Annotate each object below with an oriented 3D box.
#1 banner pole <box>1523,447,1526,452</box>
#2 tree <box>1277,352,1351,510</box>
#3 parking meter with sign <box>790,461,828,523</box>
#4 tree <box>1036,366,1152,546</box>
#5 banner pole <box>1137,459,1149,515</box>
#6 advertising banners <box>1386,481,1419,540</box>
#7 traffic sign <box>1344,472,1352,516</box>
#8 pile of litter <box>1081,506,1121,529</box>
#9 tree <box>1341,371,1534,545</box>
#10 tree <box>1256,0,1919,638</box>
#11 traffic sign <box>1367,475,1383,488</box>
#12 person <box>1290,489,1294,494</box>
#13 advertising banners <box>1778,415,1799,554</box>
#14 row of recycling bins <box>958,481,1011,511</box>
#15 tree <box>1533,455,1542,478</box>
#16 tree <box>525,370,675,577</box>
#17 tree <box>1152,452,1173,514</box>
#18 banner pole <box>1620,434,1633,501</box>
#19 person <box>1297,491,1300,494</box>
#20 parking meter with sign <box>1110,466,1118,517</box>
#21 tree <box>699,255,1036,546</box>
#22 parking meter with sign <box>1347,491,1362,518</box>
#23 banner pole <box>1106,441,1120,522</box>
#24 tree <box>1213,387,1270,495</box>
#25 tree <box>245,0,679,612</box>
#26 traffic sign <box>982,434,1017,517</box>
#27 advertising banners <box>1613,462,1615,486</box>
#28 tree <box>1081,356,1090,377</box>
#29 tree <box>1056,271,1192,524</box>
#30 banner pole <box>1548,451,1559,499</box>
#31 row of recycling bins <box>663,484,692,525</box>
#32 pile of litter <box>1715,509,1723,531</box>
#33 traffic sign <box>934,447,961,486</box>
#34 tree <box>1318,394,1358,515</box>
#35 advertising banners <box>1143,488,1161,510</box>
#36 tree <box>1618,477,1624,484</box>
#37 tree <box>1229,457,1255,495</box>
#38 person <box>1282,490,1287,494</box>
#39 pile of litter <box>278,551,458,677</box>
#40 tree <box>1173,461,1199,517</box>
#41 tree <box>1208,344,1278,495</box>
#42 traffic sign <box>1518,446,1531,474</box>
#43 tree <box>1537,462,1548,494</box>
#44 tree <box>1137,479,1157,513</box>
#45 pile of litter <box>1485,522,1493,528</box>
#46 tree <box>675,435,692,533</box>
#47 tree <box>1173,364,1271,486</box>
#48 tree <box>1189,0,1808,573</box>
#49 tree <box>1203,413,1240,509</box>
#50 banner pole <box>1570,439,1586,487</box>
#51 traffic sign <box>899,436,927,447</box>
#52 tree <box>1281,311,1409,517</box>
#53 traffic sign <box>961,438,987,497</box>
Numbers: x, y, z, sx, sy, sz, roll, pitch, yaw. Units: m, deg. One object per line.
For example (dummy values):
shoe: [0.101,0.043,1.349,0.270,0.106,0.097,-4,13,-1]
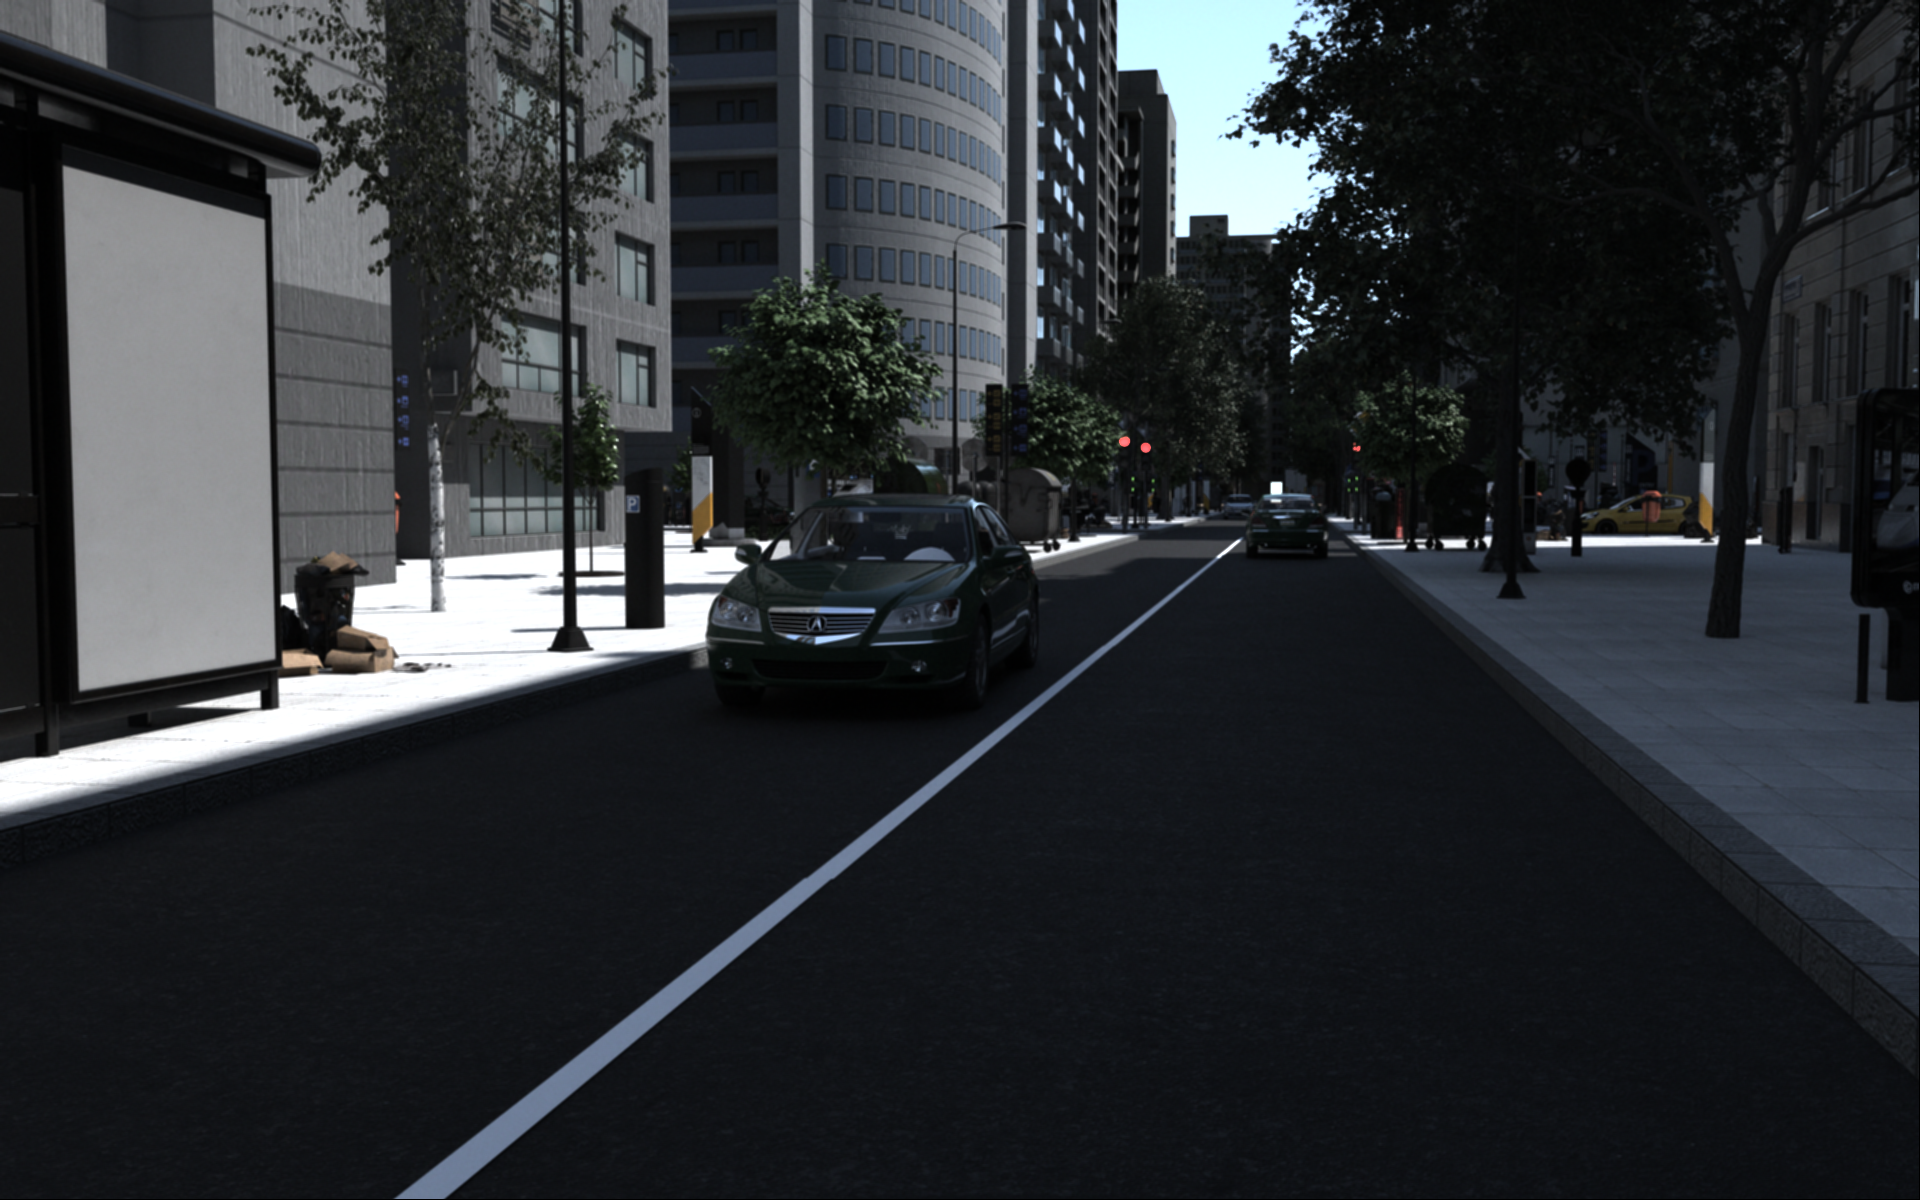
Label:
banner pole: [30.069,-6.263,92.424,0.401,3.779,0.863,2,4,25]
tree: [30.389,-14.363,141.485,9.857,13.997,8.962,0,3,0]
parking meter with sign: [-2.445,-1.976,28.566,0.543,3.016,1.738,-1,4,-20]
tree: [1.900,-3.658,43.528,4.285,4.588,4.351,0,3,0]
banner pole: [11.447,-7.217,108.018,0.863,3.779,0.401,-2,4,-24]
advertising banners: [12.281,-3.189,48.329,0.090,3.025,2.074,3,5,42]
traffic sign: [20.495,-5.547,90.796,0.768,2.556,0.104,1,4,16]
pile of litter: [5.122,-3.056,63.929,1.719,0.858,1.176,3,4,36]
tree: [11.403,-3.714,44.430,4.285,4.588,4.351,0,3,0]
tree: [6.743,-4.921,14.874,8.767,10.594,7.601,1,4,12]
traffic sign: [15.423,-3.926,64.196,0.884,2.594,0.081,1,4,15]
person: [19.936,-5.790,103.925,0.760,1.731,0.466,-2,4,-29]
advertising banners: [18.114,-2.546,37.818,0.090,3.025,2.074,2,4,34]
row of recycling bins: [0.895,-2.947,55.292,1.069,1.692,3.534,2,4,26]
tree: [31.543,-7.059,99.120,4.285,4.588,4.351,0,3,0]
tree: [-5.780,-2.001,27.315,1.663,3.219,1.824,0,3,0]
tree: [3.512,-4.206,52.475,4.285,4.588,4.351,0,3,0]
banner pole: [27.950,-5.060,72.742,0.863,3.779,0.401,-2,4,-27]
person: [28.782,-8.411,146.743,0.721,1.736,1.217,3,5,44]
parking meter with sign: [8.761,-6.219,97.940,0.543,3.016,1.738,1,4,9]
tree: [-1.867,-2.458,23.904,4.285,4.588,4.351,0,3,0]
parking meter with sign: [21.269,-5.867,92.189,1.738,3.016,0.543,-3,5,-42]
banner pole: [7.032,-5.440,78.958,0.863,3.779,0.401,2,4,24]
tree: [28.685,-16.108,181.496,7.486,12.596,7.792,0,3,0]
tree: [-5.459,-4.176,18.638,4.360,8.622,3.978,0,3,0]
traffic sign: [0.823,-2.214,36.298,0.768,2.556,0.104,1,4,17]
advertising banners: [36.374,-6.102,95.958,0.090,3.025,2.074,2,4,31]
tree: [10.349,-10.446,87.799,9.611,12.733,9.660,0,3,0]
tree: [7.225,-8.467,72.842,7.601,10.594,8.767,3,5,40]
banner pole: [34.289,-6.729,100.031,0.401,3.779,0.863,-2,4,-34]
row of recycling bins: [-11.070,-3.928,71.330,3.534,1.692,1.069,1,4,18]
pile of litter: [28.674,-3.068,64.123,1.176,0.858,1.719,1,4,11]
traffic sign: [-0.276,-2.156,37.376,0.606,2.300,0.079,1,4,19]
tree: [23.880,-9.550,106.497,4.360,8.622,3.978,0,3,0]
advertising banners: [15.344,-8.626,137.229,2.074,3.025,0.090,-1,4,-23]
tree: [40.837,-6.712,104.340,1.663,3.219,1.824,0,3,0]
tree: [32.013,-15.311,200.697,4.360,8.622,3.978,0,3,0]
person: [29.839,-9.215,159.036,0.709,1.838,0.599,3,4,39]
pile of litter: [-4.636,0.083,12.601,1.719,0.858,1.176,1,4,9]
tree: [12.072,-7.084,99.536,4.285,4.588,4.351,0,3,0]
tree: [33.501,-21.931,214.466,12.611,20.169,13.585,0,3,0]
traffic sign: [12.838,-2.377,40.053,0.795,2.450,0.064,1,4,19]
tree: [34.725,-6.683,103.868,1.663,3.219,1.824,0,3,0]
tree: [12.459,-7.531,117.738,1.663,3.219,1.824,0,3,0]
pile of litter: [20.438,-3.112,64.845,1.719,0.858,1.176,2,4,29]
tree: [-9.002,-3.817,57.008,1.663,3.219,1.824,0,3,0]
tree: [23.186,-15.287,156.601,9.857,13.997,8.962,0,3,0]
tree: [8.937,-6.795,28.113,9.611,12.733,9.660,0,3,0]
tree: [20.219,-11.432,137.271,4.737,8.622,4.395,0,3,0]
banner pole: [27.967,-5.423,78.687,0.863,3.779,0.401,3,5,42]
traffic sign: [-1.081,-2.330,38.198,0.768,2.556,0.104,1,4,15]
tree: [21.767,-10.533,97.971,9.928,11.665,9.643,0,3,0]
traffic sign: [0.323,-2.416,39.615,0.768,2.556,0.104,1,4,19]
